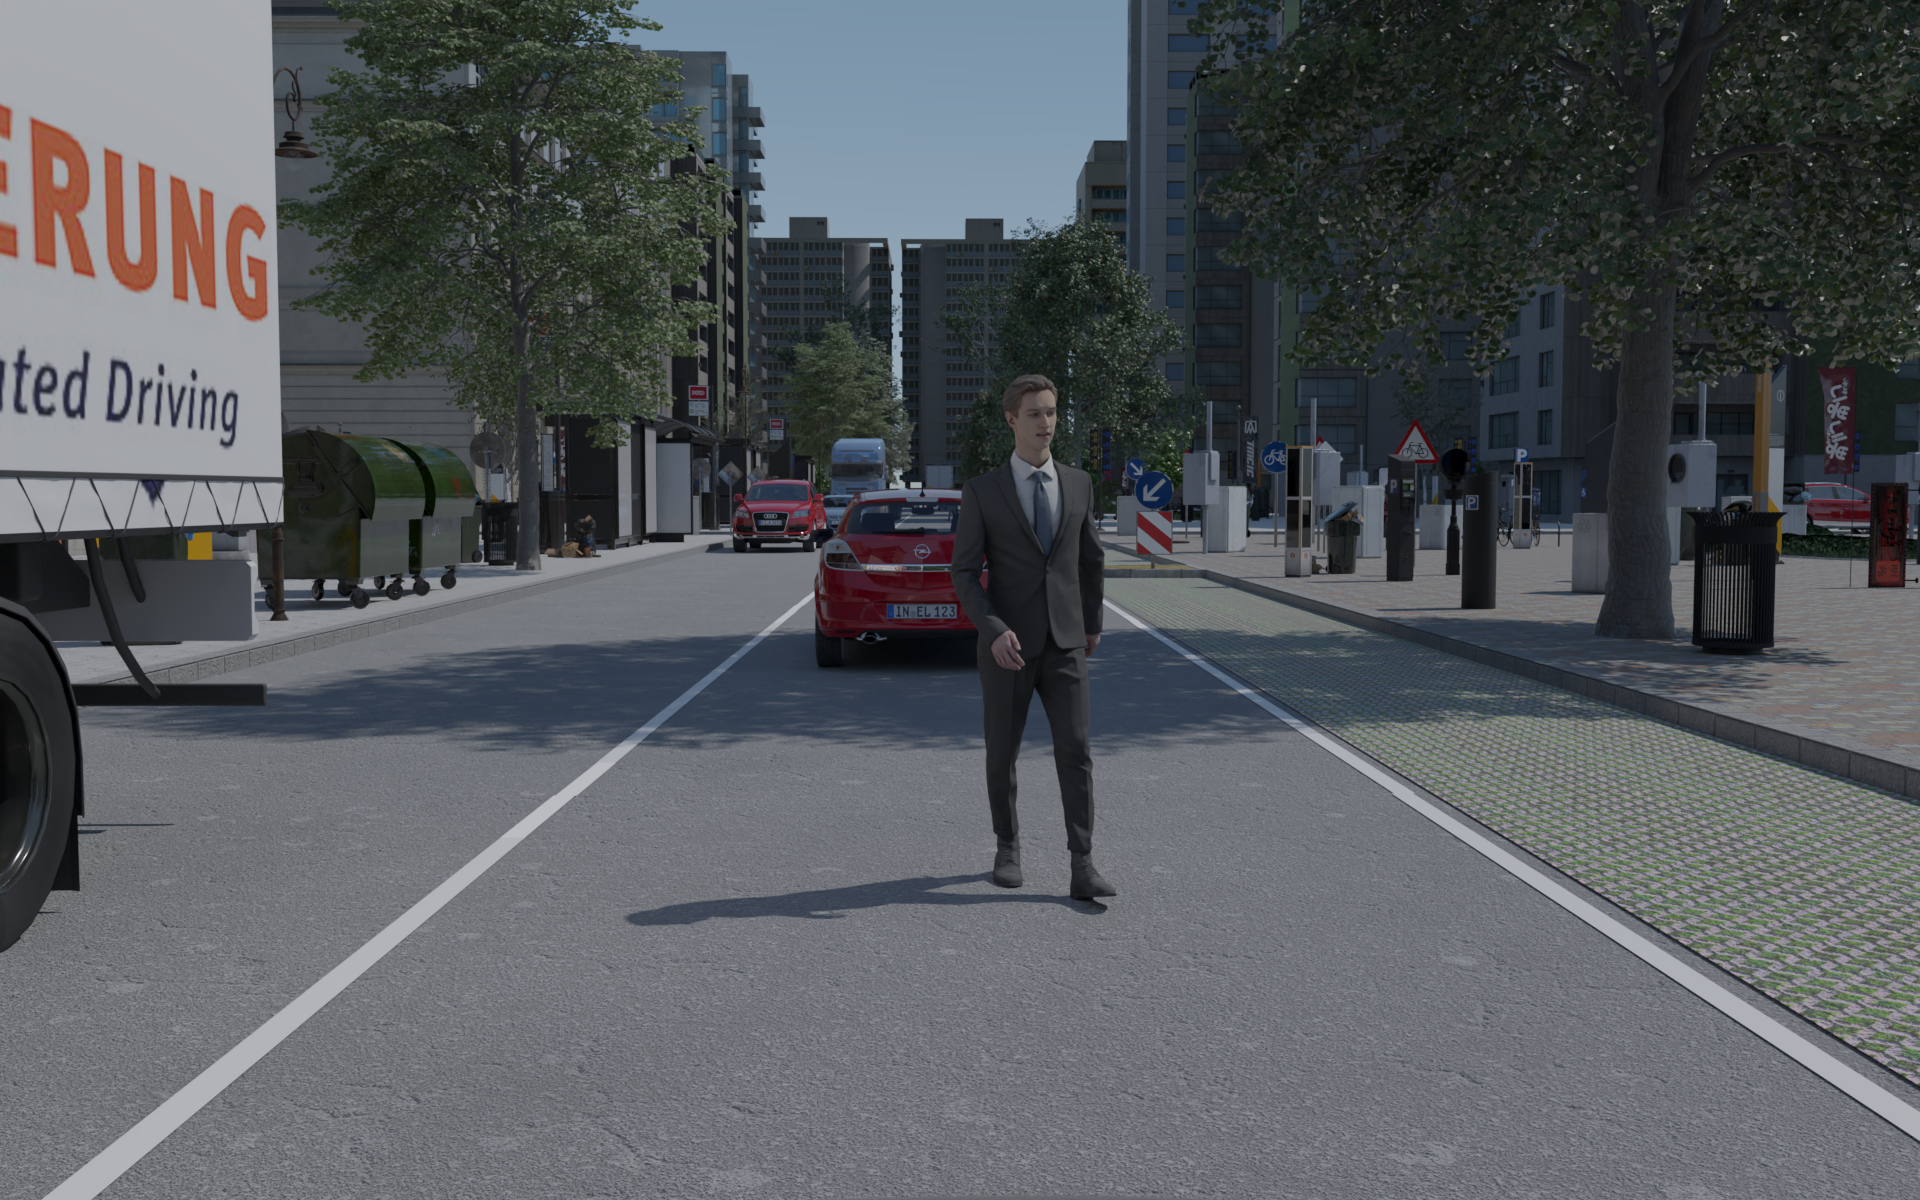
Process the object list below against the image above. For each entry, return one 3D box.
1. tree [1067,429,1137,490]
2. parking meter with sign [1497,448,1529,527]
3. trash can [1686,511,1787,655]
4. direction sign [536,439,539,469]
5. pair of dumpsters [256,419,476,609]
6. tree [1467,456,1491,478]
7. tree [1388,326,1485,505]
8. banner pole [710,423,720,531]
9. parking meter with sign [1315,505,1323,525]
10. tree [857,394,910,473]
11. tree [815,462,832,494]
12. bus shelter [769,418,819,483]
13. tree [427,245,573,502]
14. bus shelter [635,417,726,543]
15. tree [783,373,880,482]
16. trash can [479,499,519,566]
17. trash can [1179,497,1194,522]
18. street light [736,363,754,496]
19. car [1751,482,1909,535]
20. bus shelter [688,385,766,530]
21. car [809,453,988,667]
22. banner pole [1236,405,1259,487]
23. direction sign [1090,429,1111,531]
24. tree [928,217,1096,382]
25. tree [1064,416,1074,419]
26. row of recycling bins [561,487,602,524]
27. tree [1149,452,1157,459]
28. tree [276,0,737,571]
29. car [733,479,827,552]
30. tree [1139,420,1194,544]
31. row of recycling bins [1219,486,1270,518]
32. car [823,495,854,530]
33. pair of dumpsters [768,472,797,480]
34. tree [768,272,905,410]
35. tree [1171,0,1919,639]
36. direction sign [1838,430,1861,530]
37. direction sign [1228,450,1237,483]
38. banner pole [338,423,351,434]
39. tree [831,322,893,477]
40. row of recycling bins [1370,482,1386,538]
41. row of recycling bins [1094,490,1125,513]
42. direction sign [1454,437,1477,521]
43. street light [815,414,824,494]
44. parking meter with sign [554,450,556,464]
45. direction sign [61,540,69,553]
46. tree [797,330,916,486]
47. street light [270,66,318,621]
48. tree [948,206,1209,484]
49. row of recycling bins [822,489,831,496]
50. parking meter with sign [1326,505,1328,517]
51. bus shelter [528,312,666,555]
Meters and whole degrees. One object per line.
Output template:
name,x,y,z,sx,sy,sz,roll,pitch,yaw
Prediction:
tree,5.490,-5.825,78.949,4.285,4.588,4.351,0,3,0
parking meter with sign,21.238,-4.319,66.873,0.543,3.016,1.738,-1,4,-11
trash can,6.244,-0.141,13.967,0.748,1.137,0.748,0,3,0
direction sign,-17.644,-4.905,72.197,0.379,3.537,0.876,-1,4,-22
pair of dumpsters,-7.260,-1.146,21.228,1.574,2.255,4.437,0,4,-1
tree,25.722,-5.599,86.148,1.663,3.219,1.824,0,3,0
tree,20.369,-7.638,75.249,4.360,8.622,3.978,0,3,0
banner pole,-8.541,-4.322,60.685,0.401,3.779,0.863,-1,4,-23
parking meter with sign,14.627,-4.678,72.738,0.543,3.016,1.738,-1,4,-11
tree,-10.535,-17.274,192.798,12.009,13.543,11.850,0,3,0
tree,-8.338,-6.735,104.726,1.663,3.219,1.824,0,3,0
bus shelter,-9.071,-7.161,94.714,2.179,5.291,8.768,0,4,-1
tree,-13.402,-6.145,50.832,4.360,8.622,3.978,0,3,0
bus shelter,-7.879,-3.327,48.328,2.014,3.302,5.546,0,4,-1
tree,-9.060,-11.565,123.505,7.601,10.594,8.767,-2,4,-35
trash can,-8.248,-1.189,31.099,0.748,1.137,0.748,0,3,0
trash can,10.391,-4.135,79.257,0.748,1.137,0.748,0,3,0
street light,-7.549,-5.397,61.031,0.468,5.910,1.993,0,4,-1
car,28.896,-2.993,57.611,5.304,1.827,2.281,0,4,-2
bus shelter,-8.948,-5.436,66.514,2.179,5.291,8.768,0,4,-1
car,-0.337,-0.416,15.842,2.155,1.783,4.494,0,4,-1
banner pole,8.057,-3.602,48.906,0.863,3.779,0.401,3,4,37
direction sign,4.879,-4.178,60.312,0.876,3.537,0.379,3,5,41
tree,4.064,-16.241,121.433,12.611,20.169,13.585,0,3,0
tree,4.653,-9.158,100.093,4.737,8.622,4.395,0,3,0
row of recycling bins,-16.793,-4.201,75.798,3.534,1.692,1.069,-1,4,-21
tree,12.509,-7.818,111.534,4.285,4.588,4.351,0,3,0
tree,-7.628,-6.786,29.071,7.486,12.596,7.792,0,3,0
car,-4.569,-2.182,44.353,2.281,1.827,5.304,0,3,0
tree,5.393,-3.101,45.303,1.663,3.219,1.824,0,3,0
row of recycling bins,15.065,-5.285,93.524,3.534,1.692,1.069,-1,4,-22
car,-4.264,-3.058,61.996,2.014,1.417,4.499,0,4,-2
pair of dumpsters,-7.820,-4.517,76.340,1.574,2.255,4.437,0,4,-1
tree,-10.875,-18.023,150.565,12.611,20.169,13.585,0,3,0
tree,6.231,-6.644,15.279,9.857,13.997,8.962,0,3,0
direction sign,31.539,-4.262,61.684,0.876,3.537,0.379,1,4,13
direction sign,14.214,-6.003,90.149,0.876,3.537,0.379,-3,5,-43
banner pole,-21.628,-4.336,60.910,0.401,3.779,0.863,1,4,14
tree,-8.238,-11.951,113.532,7.486,12.596,7.792,0,3,0
row of recycling bins,12.846,-2.772,52.439,1.069,1.692,3.534,1,4,12
row of recycling bins,9.613,-6.684,116.396,3.534,1.692,1.069,-2,4,-31
direction sign,19.943,-4.677,68.464,0.876,3.537,0.379,1,4,8
street light,-8.116,-7.796,100.246,0.468,5.910,1.993,0,4,-1
parking meter with sign,-16.623,-4.420,68.520,0.543,3.016,1.738,-3,5,-42
direction sign,-9.674,-1.630,18.655,0.876,3.537,0.379,-1,4,-11
tree,-8.985,-14.032,136.072,9.857,13.997,8.962,0,3,0
street light,-6.909,-2.728,17.397,0.468,5.910,1.993,0,4,-1
tree,4.766,-9.326,69.486,9.611,12.733,9.660,0,3,0
row of recycling bins,-9.446,-6.807,118.409,3.534,1.692,1.069,3,5,45
parking meter with sign,19.053,-5.795,91.008,0.543,3.016,1.738,0,4,-4
bus shelter,-8.711,-3.870,40.914,2.179,5.291,8.768,0,4,-1
